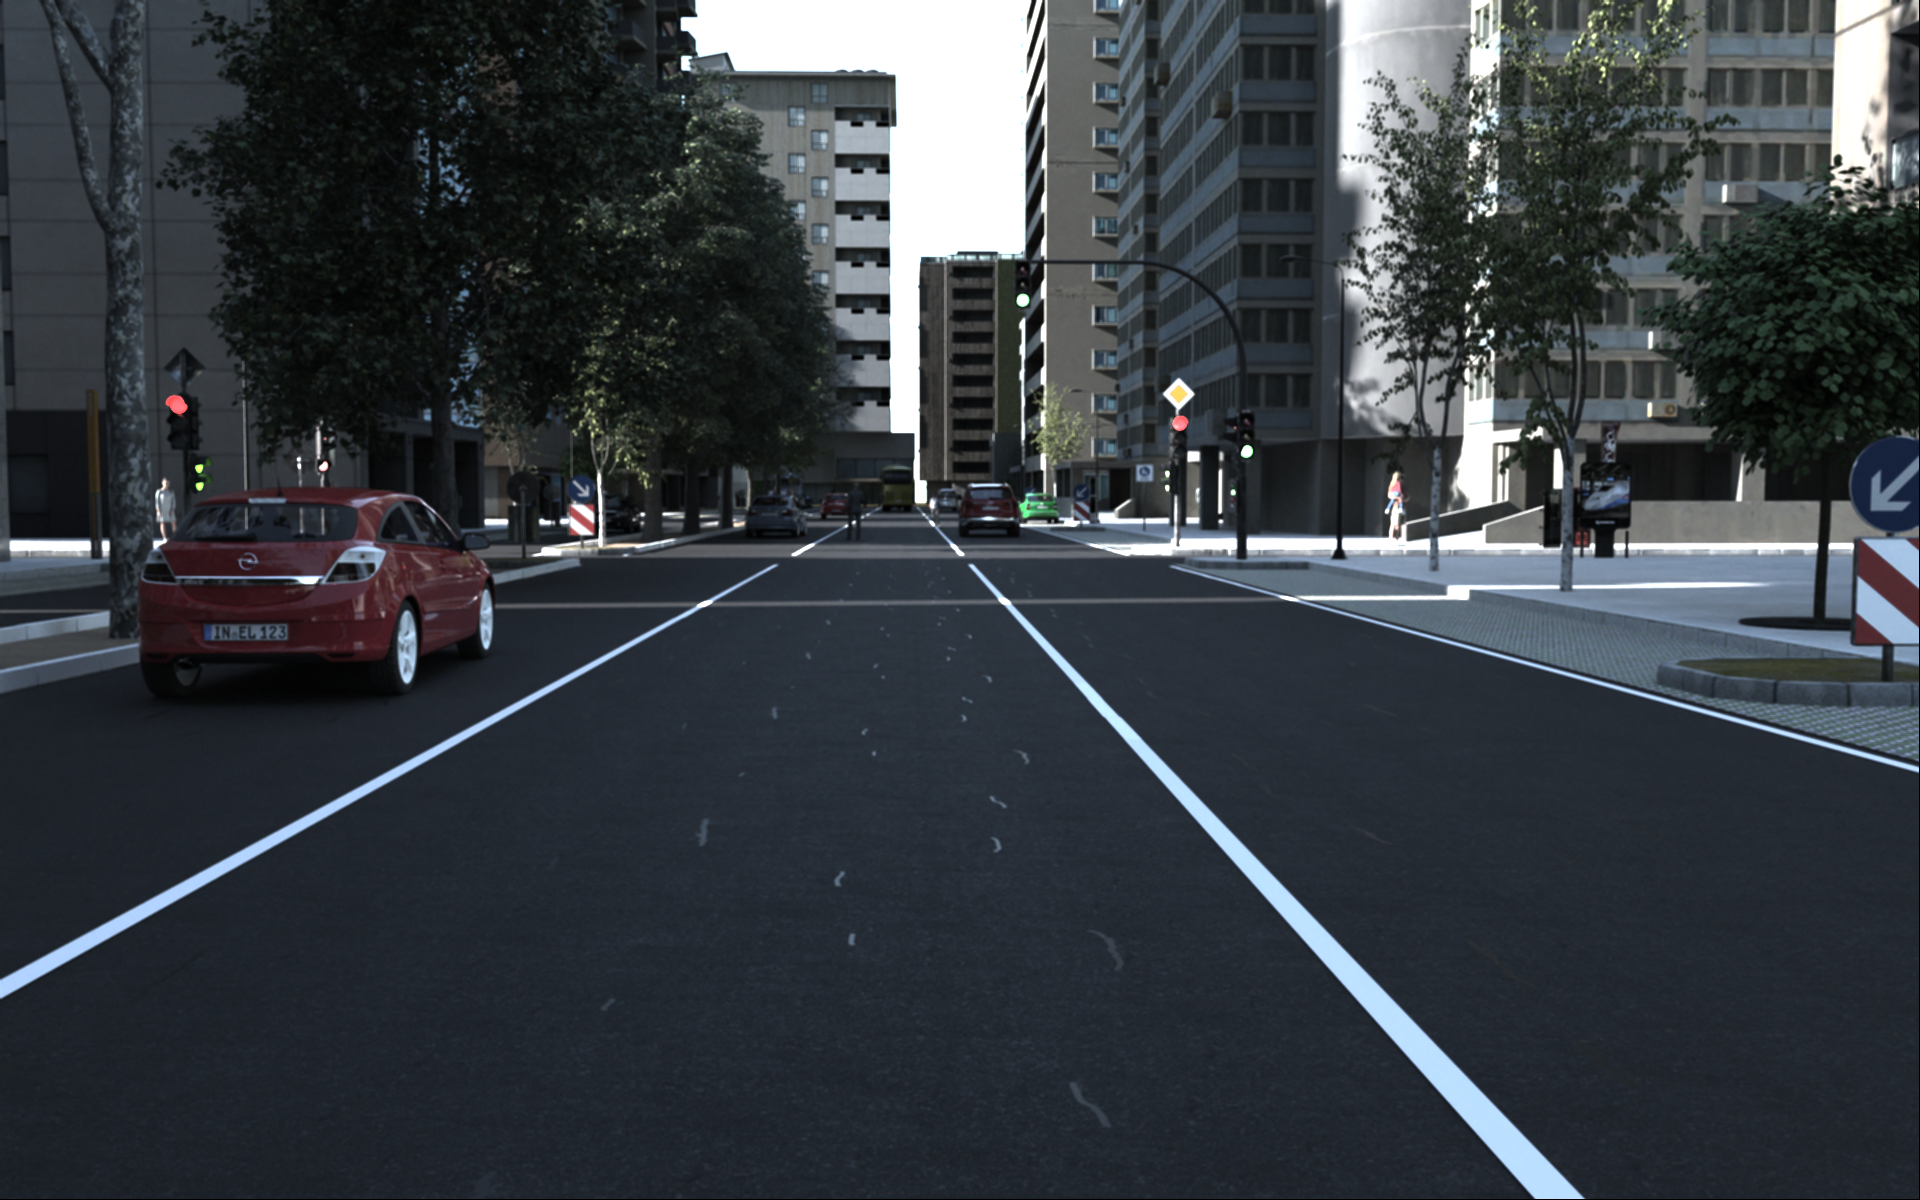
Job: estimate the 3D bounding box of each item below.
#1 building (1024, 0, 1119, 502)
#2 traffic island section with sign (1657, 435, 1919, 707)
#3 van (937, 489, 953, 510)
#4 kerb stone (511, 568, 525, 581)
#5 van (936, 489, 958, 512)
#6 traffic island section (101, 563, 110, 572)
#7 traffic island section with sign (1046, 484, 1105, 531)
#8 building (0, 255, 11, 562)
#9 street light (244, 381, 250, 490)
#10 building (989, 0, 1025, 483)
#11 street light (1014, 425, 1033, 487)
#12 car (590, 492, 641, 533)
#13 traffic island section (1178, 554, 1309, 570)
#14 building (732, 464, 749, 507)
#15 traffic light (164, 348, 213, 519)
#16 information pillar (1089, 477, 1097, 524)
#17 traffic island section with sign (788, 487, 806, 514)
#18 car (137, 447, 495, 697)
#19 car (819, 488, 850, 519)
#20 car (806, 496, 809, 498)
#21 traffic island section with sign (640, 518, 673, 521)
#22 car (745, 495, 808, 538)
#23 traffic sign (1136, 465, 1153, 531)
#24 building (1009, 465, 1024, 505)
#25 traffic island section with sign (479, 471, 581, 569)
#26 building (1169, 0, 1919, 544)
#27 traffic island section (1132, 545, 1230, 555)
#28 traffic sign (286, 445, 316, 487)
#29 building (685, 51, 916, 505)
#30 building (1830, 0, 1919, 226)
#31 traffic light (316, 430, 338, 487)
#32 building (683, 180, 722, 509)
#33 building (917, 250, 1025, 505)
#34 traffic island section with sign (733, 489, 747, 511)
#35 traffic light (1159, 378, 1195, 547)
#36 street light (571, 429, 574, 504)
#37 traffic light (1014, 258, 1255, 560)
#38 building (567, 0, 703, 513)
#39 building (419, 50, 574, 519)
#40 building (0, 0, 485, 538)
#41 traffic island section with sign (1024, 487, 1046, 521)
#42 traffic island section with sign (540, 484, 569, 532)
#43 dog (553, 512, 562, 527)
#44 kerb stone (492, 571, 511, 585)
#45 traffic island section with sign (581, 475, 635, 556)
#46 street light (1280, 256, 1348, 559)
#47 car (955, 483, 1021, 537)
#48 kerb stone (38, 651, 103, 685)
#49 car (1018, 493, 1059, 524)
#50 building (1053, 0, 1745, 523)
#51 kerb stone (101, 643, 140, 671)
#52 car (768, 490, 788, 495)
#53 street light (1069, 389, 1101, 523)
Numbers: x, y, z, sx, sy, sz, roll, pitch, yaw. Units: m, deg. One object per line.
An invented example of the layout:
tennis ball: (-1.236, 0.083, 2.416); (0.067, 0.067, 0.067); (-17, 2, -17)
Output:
building: (16.181, -30.893, 128.805); (21.300, 48.544, 21.600); (0, 4, -2)
traffic island section with sign: (6.232, -0.239, 12.539); (1.989, 1.847, 2.006); (0, 4, -2)
van: (-1.207, -8.732, 149.776); (2.013, 2.044, 4.112); (0, 4, -2)
kerb stone: (-7.459, -0.407, 28.850); (0.120, 0.150, 1.000); (0, 4, -2)
van: (-1.078, -8.281, 142.404); (2.013, 2.044, 4.112); (0, 4, -3)
traffic island section: (-14.887, -0.679, 33.383); (2.009, 0.180, 2.903); (0, 4, -2)
traffic island section with sign: (4.505, -3.558, 66.800); (1.989, 1.847, 2.006); (0, 4, -2)
building: (-26.317, -10.530, 26.916); (16.860, 20.320, 10.420); (0, 4, -2)
street light: (-16.693, -4.237, 41.820); (1.470, 5.913, 1.316); (0, 4, -2)
building: (14.920, -52.759, 175.281); (22.319, 86.520, 31.000); (0, 4, -2)
street light: (4.349, -8.838, 117.045); (1.470, 5.913, 1.316); (0, 4, -2)
car: (-12.954, -3.346, 64.488); (2.009, 1.686, 4.222); (0, 4, -3)
traffic island section: (5.544, -0.718, 34.023); (2.009, 0.180, 2.903); (0, 4, -2)
building: (-37.098, -20.304, 177.005); (28.899, 21.520, 27.650); (0, 4, -2)
traffic light: (-14.847, -2.711, 33.249); (0.839, 4.253, 0.868); (0, 4, -2)
information pillar: (5.792, -4.328, 75.250); (0.304, 2.012, 0.304); (1, 4, 11)
traffic island section with sign: (-11.274, -6.617, 116.318); (2.006, 1.907, 1.989); (0, 4, -2)
car: (-4.930, -0.290, 13.774); (2.155, 1.783, 4.494); (0, 4, -4)
car: (-7.073, -5.549, 99.764); (2.155, 1.783, 4.494); (0, 4, -3)
car: (-17.195, -10.807, 186.290); (1.945, 1.707, 3.694); (0, 4, -1)
traffic island section with sign: (-16.442, -5.155, 92.907); (1.989, 1.847, 2.006); (0, 4, -2)
car: (-6.152, -2.814, 58.012); (2.014, 1.417, 4.499); (0, 3, 0)
traffic sign: (6.381, -3.533, 59.900); (0.606, 2.300, 0.079); (0, 4, 8)
building: (15.156, -43.481, 149.158); (20.563, 71.187, 20.611); (0, 4, -2)
traffic island section with sign: (-8.659, -1.570, 33.813); (2.006, 1.907, 1.989); (0, 4, -2)
building: (19.882, -22.482, 59.469); (23.993, 40.220, 32.217); (0, 4, -2)
traffic island section: (5.291, -1.206, 42.004); (2.009, 0.180, 2.903); (0, 4, -2)
traffic sign: (-16.929, -2.717, 44.524); (0.768, 2.556, 0.104); (0, 3, 0)
building: (-19.393, -38.322, 215.805); (27.495, 52.752, 28.713); (0, 4, -2)
building: (19.081, -20.586, 20.179); (14.154, 41.232, 14.086); (0, 4, -2)
traffic light: (-13.012, -4.077, 41.331); (4.771, 5.953, 1.251); (0, 4, -2)
building: (-28.620, -23.258, 151.968); (14.160, 30.474, 14.107); (0, 4, -2)
building: (1.949, -26.710, 208.414); (14.107, 30.474, 14.160); (0, 4, -2)
traffic island section with sign: (-18.066, -8.271, 143.854); (1.989, 1.847, 2.006); (0, 4, -2)
traffic light: (5.251, -3.240, 41.889); (0.839, 4.253, 0.868); (0, 4, -2)
street light: (-17.836, -6.701, 82.102); (1.470, 5.913, 1.316); (0, 4, -2)
traffic light: (3.416, -3.611, 33.701); (4.771, 5.953, 1.251); (0, 4, -2)
building: (-31.440, -29.062, 129.787); (22.147, 44.769, 28.867); (0, 4, -2)
building: (-29.212, -27.073, 92.754); (14.600, 45.320, 14.200); (0, 4, -2)
building: (-27.952, -37.919, 58.233); (20.563, 71.187, 20.611); (0, 4, -2)
traffic island section with sign: (3.655, -5.206, 93.742); (1.989, 1.847, 2.006); (0, 4, -2)
traffic island section with sign: (-15.594, -3.507, 65.965); (1.989, 1.847, 2.006); (0, 4, -2)
dog: (-15.913, -3.132, 68.037); (0.513, 0.831, 0.800); (2, 4, 26)
kerb stone: (-7.425, -0.337, 27.820); (0.120, 0.150, 1.000); (0, 4, -2)
traffic island section with sign: (-8.884, -2.023, 41.217); (2.006, 1.907, 1.989); (0, 4, -2)
street light: (6.934, -3.755, 33.940); (1.470, 5.913, 1.316); (0, 4, -2)
car: (0.981, -3.122, 59.717); (2.281, 1.827, 5.304); (0, 4, -1)
kerb stone: (-6.965, 0.535, 13.444); (0.120, 0.150, 1.000); (0, 4, -2)
car: (3.781, -4.632, 84.537); (1.959, 1.807, 4.718); (0, 4, -3)
building: (21.790, -24.749, 96.524); (32.217, 40.220, 23.993); (0, 4, -2)
kerb stone: (-7.002, 0.474, 14.473); (0.120, 0.150, 1.000); (0, 4, -2)
car: (-15.310, -8.389, 145.835); (2.281, 1.827, 5.304); (0, 4, -3)
street light: (5.536, -6.375, 76.764); (1.470, 5.913, 1.316); (0, 4, -2)
